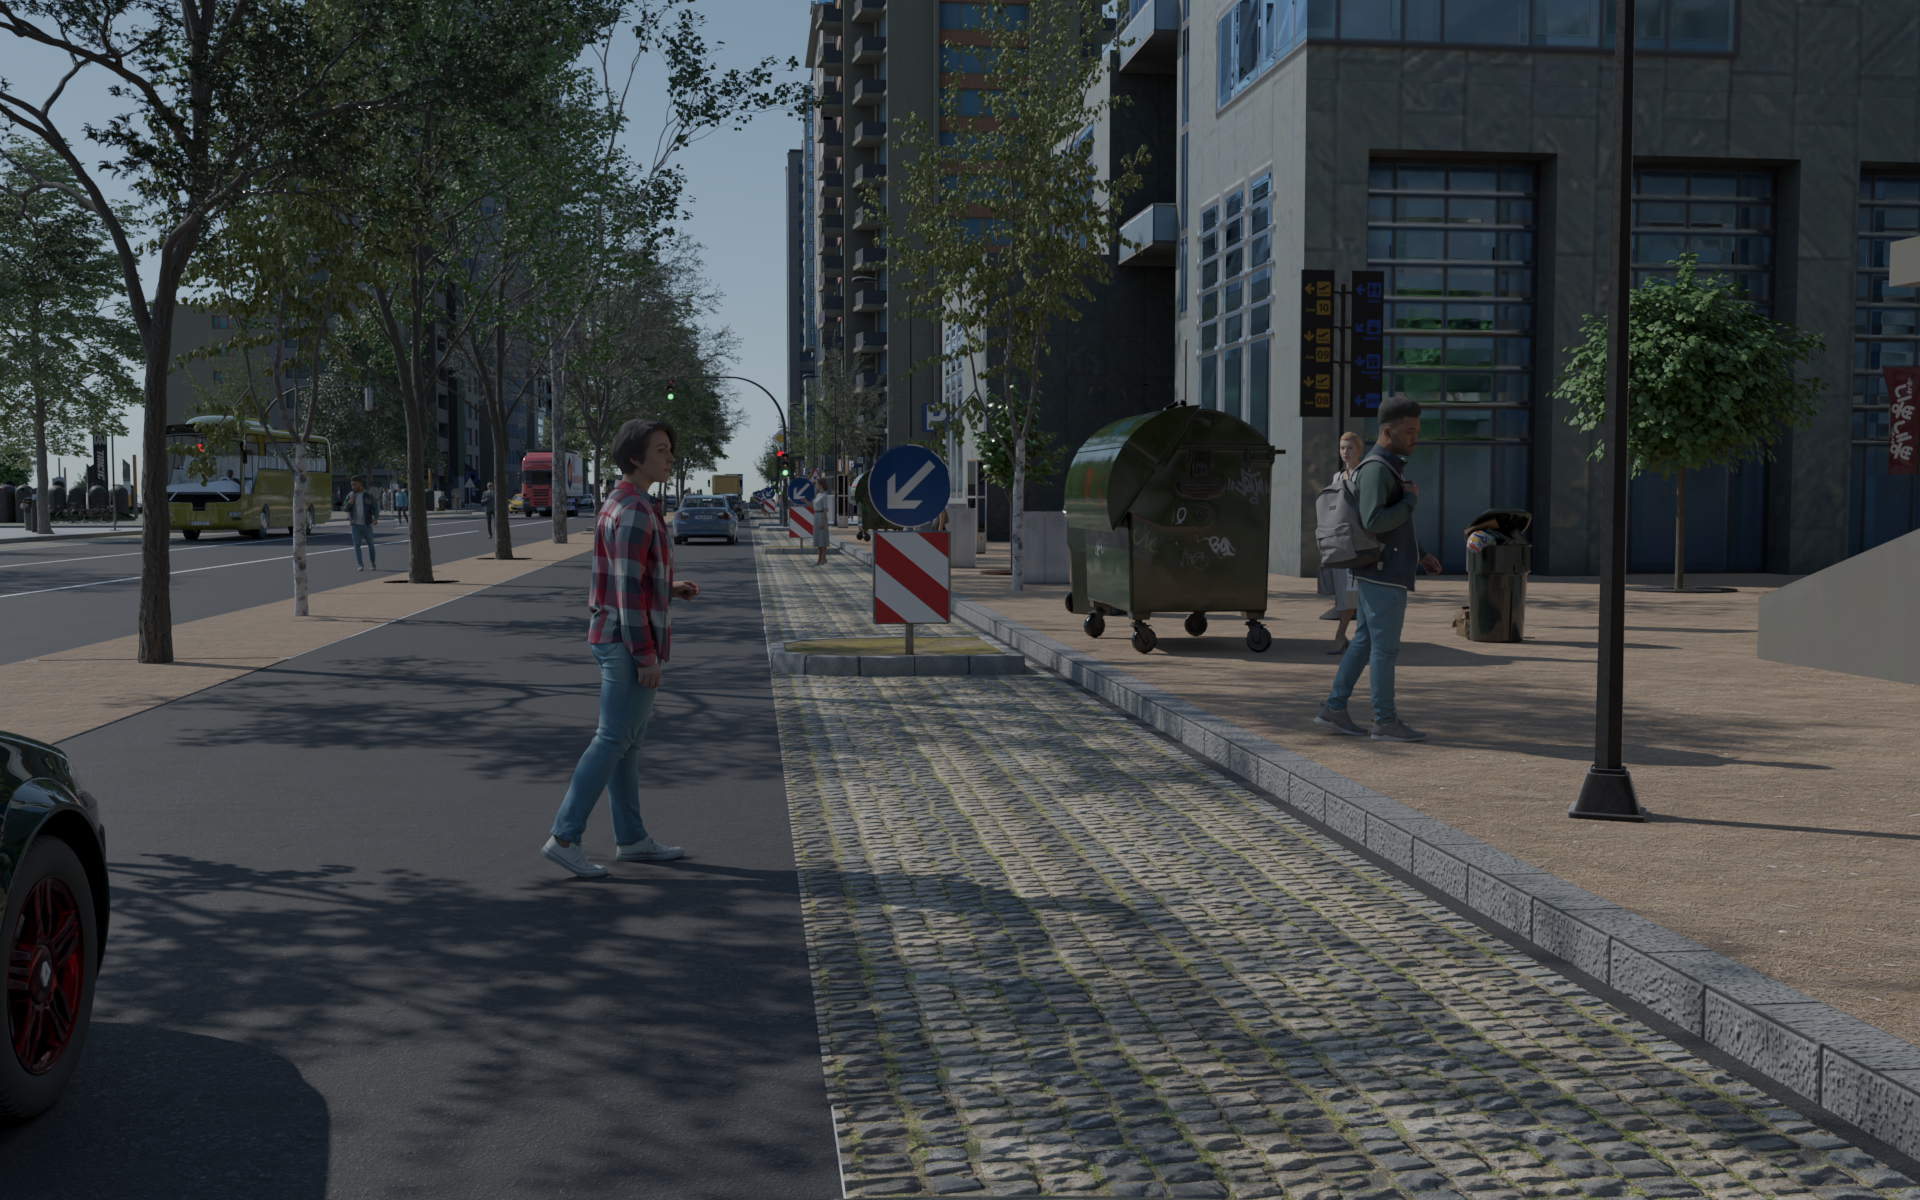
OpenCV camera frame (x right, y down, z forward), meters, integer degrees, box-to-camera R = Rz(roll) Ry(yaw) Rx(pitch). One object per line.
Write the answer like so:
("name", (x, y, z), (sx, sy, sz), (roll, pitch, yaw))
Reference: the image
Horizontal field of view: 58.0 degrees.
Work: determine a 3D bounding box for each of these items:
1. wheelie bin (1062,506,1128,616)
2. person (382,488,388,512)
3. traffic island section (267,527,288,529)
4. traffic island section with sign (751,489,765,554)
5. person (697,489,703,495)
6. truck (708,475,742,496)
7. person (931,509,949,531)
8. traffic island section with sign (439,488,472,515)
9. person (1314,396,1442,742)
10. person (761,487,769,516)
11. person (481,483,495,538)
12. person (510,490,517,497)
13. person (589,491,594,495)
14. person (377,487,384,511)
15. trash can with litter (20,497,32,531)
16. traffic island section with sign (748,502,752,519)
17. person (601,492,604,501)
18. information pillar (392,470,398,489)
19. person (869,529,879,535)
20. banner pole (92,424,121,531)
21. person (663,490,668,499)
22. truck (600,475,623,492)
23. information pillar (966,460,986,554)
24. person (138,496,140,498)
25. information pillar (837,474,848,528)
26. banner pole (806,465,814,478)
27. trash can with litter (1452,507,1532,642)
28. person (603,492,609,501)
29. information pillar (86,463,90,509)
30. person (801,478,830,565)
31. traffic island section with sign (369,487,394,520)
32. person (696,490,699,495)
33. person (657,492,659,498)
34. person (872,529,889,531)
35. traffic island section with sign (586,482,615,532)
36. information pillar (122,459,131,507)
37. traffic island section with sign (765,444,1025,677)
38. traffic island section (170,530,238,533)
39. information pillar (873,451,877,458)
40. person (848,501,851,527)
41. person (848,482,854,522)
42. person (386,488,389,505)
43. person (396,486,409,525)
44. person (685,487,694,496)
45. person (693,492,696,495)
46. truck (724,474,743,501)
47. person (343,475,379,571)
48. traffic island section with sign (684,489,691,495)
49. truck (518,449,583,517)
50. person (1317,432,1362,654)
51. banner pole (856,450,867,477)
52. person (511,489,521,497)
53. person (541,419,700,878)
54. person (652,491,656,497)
("wheelie bin", (1.535, -0.651, 18.555), (0.693, 1.594, 0.980), (-3, 5, -41))
("person", (-41.341, -7.183, 124.481), (0.522, 1.701, 0.512), (-2, 4, -34))
("traffic island section", (-29.233, -3.079, 72.616), (2.009, 0.180, 2.903), (0, 4, -7))
("traffic island section with sign", (-3.938, -2.018, 41.617), (1.989, 1.847, 2.006), (0, 4, -7))
("person", (-18.114, -6.875, 121.150), (0.529, 1.795, 0.600), (-1, 4, -9))
("truck", (-23.223, -10.737, 171.475), (3.469, 3.379, 9.791), (-1, 4, -8))
("person", (-0.356, -1.114, 28.925), (0.373, 1.253, 0.362), (0, 4, -6))
("traffic island section with sign", (-35.218, -6.875, 121.040), (1.989, 1.847, 2.006), (0, 4, -7))
("person", (2.192, -0.159, 8.989), (0.721, 1.781, 0.623), (0, 4, 2))
("person", (-11.472, -5.764, 102.757), (0.654, 1.822, 0.581), (-3, 5, -40))
("person", (-15.113, -2.888, 55.896), (0.661, 1.801, 0.590), (-1, 4, -13))
("person", (-46.004, -10.518, 178.727), (1.217, 1.736, 0.721), (2, 4, 26))
("person", (-53.897, -15.069, 253.218), (0.742, 1.727, 0.445), (1, 4, 13))
("person", (-44.107, -7.689, 131.937), (0.661, 1.801, 0.590), (-2, 4, -24))
("trash can with litter", (-32.597, -3.016, 60.702), (0.624, 1.170, 1.055), (-2, 4, -30))
("traffic island section with sign", (-10.851, -5.443, 97.620), (1.989, 1.847, 2.006), (0, 4, -7))
("person", (-61.869, -17.975, 300.035), (1.348, 1.812, 0.705), (-1, 4, -18))
("information pillar", (-45.945, -9.145, 140.869), (0.504, 3.616, 0.183), (1, 4, 15))
("person", (-2.690, -2.939, 54.114), (0.620, 1.820, 0.660), (3, 4, 37))
("banner pole", (-29.836, -4.312, 60.521), (0.863, 3.779, 0.401), (-2, 4, -34))
("person", (-24.283, -8.210, 142.911), (0.526, 1.800, 0.537), (0, 4, -7))
("truck", (-34.182, -10.923, 174.513), (3.469, 3.379, 9.791), (0, 4, -7))
("information pillar", (0.350, -1.994, 37.087), (0.304, 2.012, 0.304), (3, 5, 42))
("person", (-104.828, -12.946, 220.110), (1.348, 1.831, 0.705), (1, 4, 13))
("information pillar", (-4.384, -3.692, 64.852), (0.304, 2.012, 0.304), (2, 4, 27))
("banner pole", (-11.733, -8.848, 134.686), (0.863, 3.779, 0.401), (-2, 4, -25))
("trash can with litter", (4.612, -0.239, 15.289), (0.624, 1.170, 1.055), (0, 4, -4))
("person", (-28.478, -8.032, 139.623), (0.655, 1.846, 0.447), (-1, 4, -15))
("information pillar", (-66.641, -8.637, 132.572), (0.183, 3.616, 0.504), (1, 4, 16))
("person", (-2.869, -1.562, 34.614), (0.524, 1.755, 0.480), (-2, 4, -29))
("traffic island section with sign", (-31.925, -5.239, 94.286), (1.989, 1.847, 2.006), (0, 4, -7))
("person", (-22.049, -8.413, 146.254), (0.583, 1.804, 0.606), (1, 4, 16))
("person", (-33.067, -11.012, 189.332), (0.721, 1.735, 1.217), (0, 4, -6))
("person", (-2.589, -3.121, 57.175), (0.850, 1.850, 0.679), (-2, 4, -29))
("traffic island section with sign", (-13.313, -3.586, 66.763), (2.006, 1.907, 1.989), (0, 4, -7))
("information pillar", (-54.931, -7.512, 114.169), (0.504, 3.616, 0.183), (0, 4, 1))
("traffic island section with sign", (-0.592, -0.358, 14.484), (1.989, 1.847, 2.006), (0, 4, -7))
("traffic island section", (-28.256, -2.594, 64.691), (2.009, 0.180, 2.903), (0, 4, -7))
("information pillar", (-4.671, -6.365, 95.419), (0.183, 3.616, 0.504), (-2, 4, -26))
("person", (-4.437, -3.478, 67.583), (0.362, 1.253, 0.373), (-1, 4, -18))
("person", (-5.086, -4.548, 80.252), (0.661, 1.843, 0.795), (0, 4, 4))
("person", (-47.103, -8.319, 142.471), (0.534, 1.772, 0.576), (1, 4, 15))
("person", (-25.919, -4.403, 80.512), (0.660, 1.820, 0.620), (1, 4, 15))
("person", (-13.265, -4.636, 84.657), (0.694, 1.780, 0.624), (1, 4, 9))
("person", (-36.587, -14.006, 238.168), (0.621, 1.740, 0.551), (1, 4, 20))
("truck", (-32.065, -15.653, 244.844), (2.839, 4.237, 11.283), (-1, 4, -9))
("person", (-11.208, -1.442, 32.424), (0.623, 1.781, 0.721), (-1, 4, -21))
("traffic island section with sign", (-23.419, -8.597, 148.690), (2.006, 1.907, 1.989), (0, 4, -7))
("truck", (-25.986, -7.431, 110.415), (2.839, 4.237, 11.283), (0, 4, -5))
("person", (3.195, -0.464, 13.985), (0.624, 1.780, 0.694), (-1, 4, -14))
("banner pole", (-5.504, -6.589, 97.748), (0.863, 3.779, 0.401), (-2, 4, -29))
("person", (-46.866, -10.851, 183.442), (1.348, 1.826, 0.705), (-1, 4, -9))
("person", (-1.304, 0.164, 6.661), (0.643, 1.720, 0.563), (-1, 4, -17))
("person", (-45.788, -15.353, 259.540), (1.348, 1.822, 0.705), (-2, 4, -30))
